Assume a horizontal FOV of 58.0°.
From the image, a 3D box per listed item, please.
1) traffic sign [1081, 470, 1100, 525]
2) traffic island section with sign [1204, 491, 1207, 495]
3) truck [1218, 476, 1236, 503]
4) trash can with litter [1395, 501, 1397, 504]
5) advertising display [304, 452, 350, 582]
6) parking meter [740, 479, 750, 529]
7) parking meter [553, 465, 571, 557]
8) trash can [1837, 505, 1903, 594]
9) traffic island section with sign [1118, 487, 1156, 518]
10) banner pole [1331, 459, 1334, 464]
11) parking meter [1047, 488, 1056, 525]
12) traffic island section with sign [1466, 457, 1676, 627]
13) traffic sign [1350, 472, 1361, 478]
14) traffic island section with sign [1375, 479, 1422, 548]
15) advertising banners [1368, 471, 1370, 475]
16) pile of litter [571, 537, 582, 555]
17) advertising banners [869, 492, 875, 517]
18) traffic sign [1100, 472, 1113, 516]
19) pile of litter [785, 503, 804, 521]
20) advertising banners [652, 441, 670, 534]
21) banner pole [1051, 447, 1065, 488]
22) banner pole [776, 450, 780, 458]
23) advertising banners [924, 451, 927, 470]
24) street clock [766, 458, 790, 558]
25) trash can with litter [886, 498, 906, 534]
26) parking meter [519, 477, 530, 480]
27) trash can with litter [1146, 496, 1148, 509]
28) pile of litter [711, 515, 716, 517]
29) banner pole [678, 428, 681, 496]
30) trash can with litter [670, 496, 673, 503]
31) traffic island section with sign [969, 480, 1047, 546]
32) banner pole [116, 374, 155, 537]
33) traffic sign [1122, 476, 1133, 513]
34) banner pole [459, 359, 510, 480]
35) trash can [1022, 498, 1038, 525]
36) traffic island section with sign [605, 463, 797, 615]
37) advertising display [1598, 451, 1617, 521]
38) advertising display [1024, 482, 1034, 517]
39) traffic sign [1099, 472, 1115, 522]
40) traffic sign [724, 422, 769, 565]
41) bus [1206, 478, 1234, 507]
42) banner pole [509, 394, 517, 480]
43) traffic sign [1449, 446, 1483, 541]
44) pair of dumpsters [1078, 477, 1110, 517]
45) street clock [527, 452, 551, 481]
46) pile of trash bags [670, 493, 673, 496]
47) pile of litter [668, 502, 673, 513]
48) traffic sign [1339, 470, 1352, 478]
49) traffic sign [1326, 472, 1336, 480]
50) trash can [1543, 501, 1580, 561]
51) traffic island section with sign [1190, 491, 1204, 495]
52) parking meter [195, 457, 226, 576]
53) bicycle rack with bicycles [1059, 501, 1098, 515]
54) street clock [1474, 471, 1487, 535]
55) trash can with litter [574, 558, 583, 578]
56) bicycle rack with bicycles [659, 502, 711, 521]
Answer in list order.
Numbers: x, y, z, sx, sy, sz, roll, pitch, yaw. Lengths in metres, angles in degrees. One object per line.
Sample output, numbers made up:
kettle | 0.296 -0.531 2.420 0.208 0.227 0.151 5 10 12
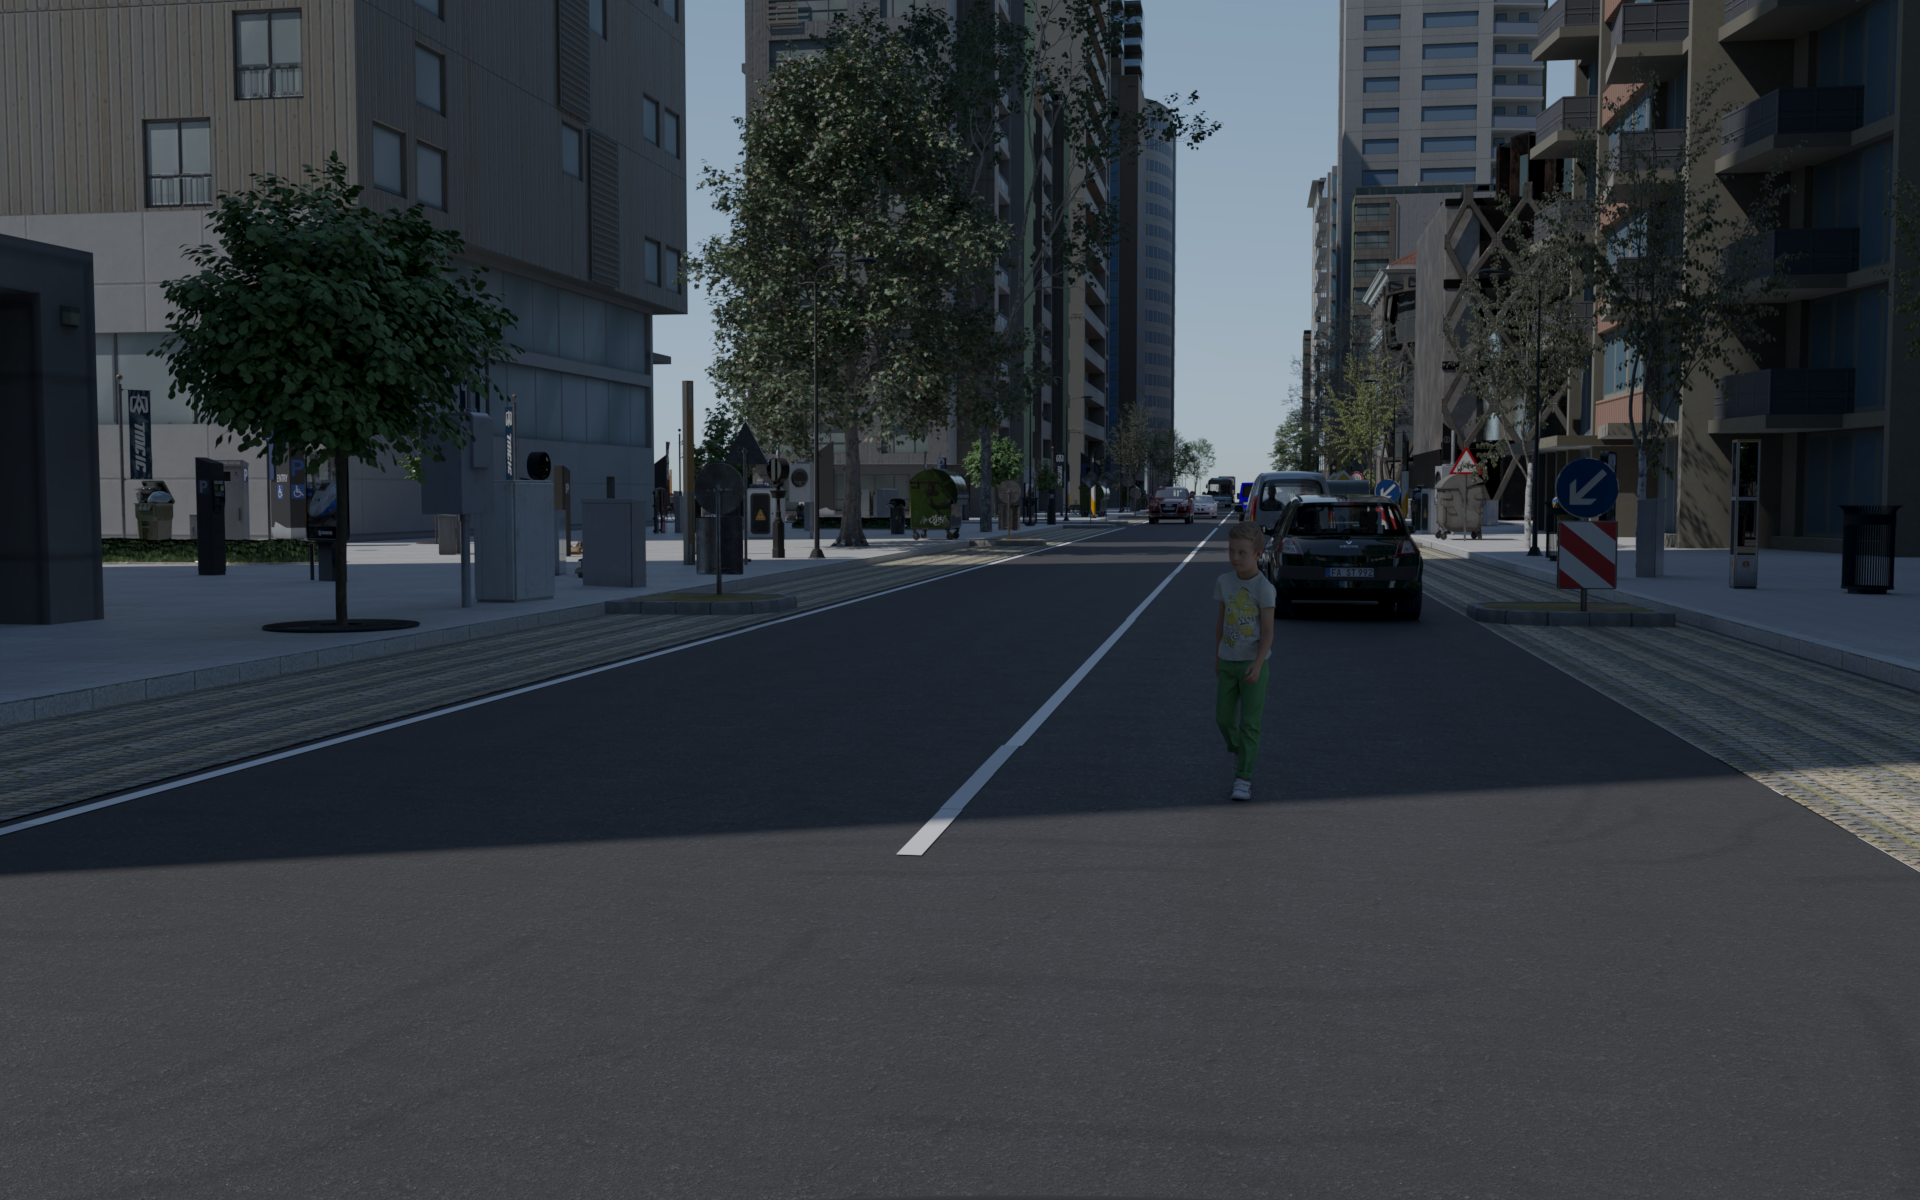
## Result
traffic sign | 5.479 -4.214 72.548 0.795 2.450 0.064 1 4 9
traffic island section with sign | 41.175 -17.003 286.625 1.989 1.847 2.006 1 4 9
truck | 42.085 -17.401 273.411 2.839 4.237 11.283 1 4 11
trash can with litter | 23.281 -4.998 93.108 0.624 1.170 1.055 3 5 43
advertising display | -9.317 -1.241 25.505 0.974 1.923 0.123 3 4 38
parking meter | -7.828 -3.513 63.154 0.399 1.863 0.255 -1 4 -10
parking meter | -8.174 -1.826 35.568 0.255 1.863 0.399 0 4 7
trash can | 11.707 -0.652 22.316 0.748 1.137 0.748 0 3 0
traffic island section with sign | 10.370 -5.712 102.025 1.989 1.847 2.006 1 4 9
banner pole | 26.470 -8.153 123.312 0.401 3.779 0.863 0 4 -1
parking meter | 3.808 -3.901 72.186 0.372 1.533 0.369 0 3 0
traffic island section with sign | 6.820 -0.669 19.571 1.989 1.847 2.006 1 4 9
traffic sign | 22.499 -6.009 98.358 0.768 2.556 0.104 1 4 17
traffic island section with sign | 11.330 -2.322 46.587 1.989 1.847 2.006 1 4 9
advertising banners | 30.385 -8.150 129.434 0.090 3.025 2.074 2 4 26
pile of litter | -7.902 -1.400 36.850 1.176 0.858 1.719 -3 4 -38
advertising banners | -4.912 -5.707 89.493 0.090 3.025 2.074 2 4 27
traffic sign | 8.558 -6.204 101.535 0.768 2.556 0.104 1 4 12
pile of litter | -7.904 -4.233 83.175 1.176 0.858 1.719 1 4 18
advertising banners | -9.770 -3.709 56.824 0.090 3.025 2.074 0 4 6
banner pole | 5.123 -6.211 91.559 0.863 3.779 0.401 0 4 -1
banner pole | -7.347 -4.889 69.946 0.401 3.779 0.863 -1 4 -15
advertising banners | -1.536 -4.517 70.049 0.090 3.025 2.074 1 4 11
street clock | -3.636 -1.841 34.665 0.358 2.002 0.471 -3 5 -44
trash can with litter | -2.028 -2.688 55.343 0.624 1.170 1.055 0 4 1
parking meter | -6.367 -1.064 25.801 0.372 1.533 0.369 0 3 0
trash can with litter | 15.977 -8.392 148.602 0.624 1.170 1.055 0 4 -6
pile of litter | -12.188 -4.638 89.796 1.719 0.858 1.176 2 4 24
banner pole | -10.744 -4.670 66.377 0.401 3.779 0.863 -1 4 -12
trash can with litter | -20.183 -7.128 127.601 2.233 1.210 1.678 2 4 34
traffic island section with sign | 1.372 -2.421 48.209 1.989 1.847 2.006 1 4 9
banner pole | -17.422 -2.843 36.498 0.401 3.779 0.863 3 5 42
traffic sign | 11.613 -7.324 119.855 0.768 2.556 0.104 1 4 12
banner pole | -8.176 -2.408 29.384 0.401 3.779 0.863 2 4 31
trash can | 2.884 -3.657 71.443 0.748 1.137 0.748 0 3 0
traffic island section with sign | -3.093 -0.779 21.364 1.989 1.847 2.006 1 4 9
advertising display | 9.833 -1.290 26.310 0.123 1.923 0.974 2 4 28
advertising display | 3.843 -5.586 96.547 0.123 1.923 0.974 2 4 32
traffic sign | 6.794 -4.696 80.424 0.795 2.450 0.064 1 4 9
traffic sign | -3.883 -1.918 31.355 0.884 2.594 0.081 1 4 16
bus | 28.392 -11.896 189.353 2.948 3.499 13.247 1 4 9
banner pole | -11.303 -3.284 43.707 0.401 3.779 0.863 -3 4 -37
traffic sign | 13.729 -2.877 47.035 0.884 2.594 0.081 1 4 18
pair of dumpsters | 7.498 -5.807 97.444 1.574 2.255 4.437 1 4 10
street clock | -7.223 -1.540 29.755 0.358 2.002 0.471 1 4 13
pile of trash bags | -24.311 -7.809 137.435 3.447 1.369 1.912 -2 4 -30
pile of litter | -19.100 -6.144 114.415 1.176 0.858 1.719 -3 4 -38
traffic sign | 15.680 -4.109 70.831 0.795 2.450 0.064 1 4 9
traffic sign | 16.994 -4.591 78.708 0.795 2.450 0.064 1 4 9
trash can | 11.539 -1.315 33.160 0.748 1.137 0.748 0 3 0
traffic island section with sign | 27.682 -12.058 205.780 1.989 1.847 2.006 1 4 9
parking meter | -11.836 -1.325 27.375 0.399 1.863 0.255 1 4 22
bicycle rack with bicycles | 7.633 -5.776 107.815 2.925 0.926 2.852 0 4 -2
street clock | 15.983 -2.987 53.407 0.471 2.002 0.358 2 4 26
trash can with litter | -5.496 -0.947 26.876 0.624 1.170 1.055 1 4 20
bicycle rack with bicycles | -12.993 -4.331 84.193 2.925 0.926 2.852 3 5 44
